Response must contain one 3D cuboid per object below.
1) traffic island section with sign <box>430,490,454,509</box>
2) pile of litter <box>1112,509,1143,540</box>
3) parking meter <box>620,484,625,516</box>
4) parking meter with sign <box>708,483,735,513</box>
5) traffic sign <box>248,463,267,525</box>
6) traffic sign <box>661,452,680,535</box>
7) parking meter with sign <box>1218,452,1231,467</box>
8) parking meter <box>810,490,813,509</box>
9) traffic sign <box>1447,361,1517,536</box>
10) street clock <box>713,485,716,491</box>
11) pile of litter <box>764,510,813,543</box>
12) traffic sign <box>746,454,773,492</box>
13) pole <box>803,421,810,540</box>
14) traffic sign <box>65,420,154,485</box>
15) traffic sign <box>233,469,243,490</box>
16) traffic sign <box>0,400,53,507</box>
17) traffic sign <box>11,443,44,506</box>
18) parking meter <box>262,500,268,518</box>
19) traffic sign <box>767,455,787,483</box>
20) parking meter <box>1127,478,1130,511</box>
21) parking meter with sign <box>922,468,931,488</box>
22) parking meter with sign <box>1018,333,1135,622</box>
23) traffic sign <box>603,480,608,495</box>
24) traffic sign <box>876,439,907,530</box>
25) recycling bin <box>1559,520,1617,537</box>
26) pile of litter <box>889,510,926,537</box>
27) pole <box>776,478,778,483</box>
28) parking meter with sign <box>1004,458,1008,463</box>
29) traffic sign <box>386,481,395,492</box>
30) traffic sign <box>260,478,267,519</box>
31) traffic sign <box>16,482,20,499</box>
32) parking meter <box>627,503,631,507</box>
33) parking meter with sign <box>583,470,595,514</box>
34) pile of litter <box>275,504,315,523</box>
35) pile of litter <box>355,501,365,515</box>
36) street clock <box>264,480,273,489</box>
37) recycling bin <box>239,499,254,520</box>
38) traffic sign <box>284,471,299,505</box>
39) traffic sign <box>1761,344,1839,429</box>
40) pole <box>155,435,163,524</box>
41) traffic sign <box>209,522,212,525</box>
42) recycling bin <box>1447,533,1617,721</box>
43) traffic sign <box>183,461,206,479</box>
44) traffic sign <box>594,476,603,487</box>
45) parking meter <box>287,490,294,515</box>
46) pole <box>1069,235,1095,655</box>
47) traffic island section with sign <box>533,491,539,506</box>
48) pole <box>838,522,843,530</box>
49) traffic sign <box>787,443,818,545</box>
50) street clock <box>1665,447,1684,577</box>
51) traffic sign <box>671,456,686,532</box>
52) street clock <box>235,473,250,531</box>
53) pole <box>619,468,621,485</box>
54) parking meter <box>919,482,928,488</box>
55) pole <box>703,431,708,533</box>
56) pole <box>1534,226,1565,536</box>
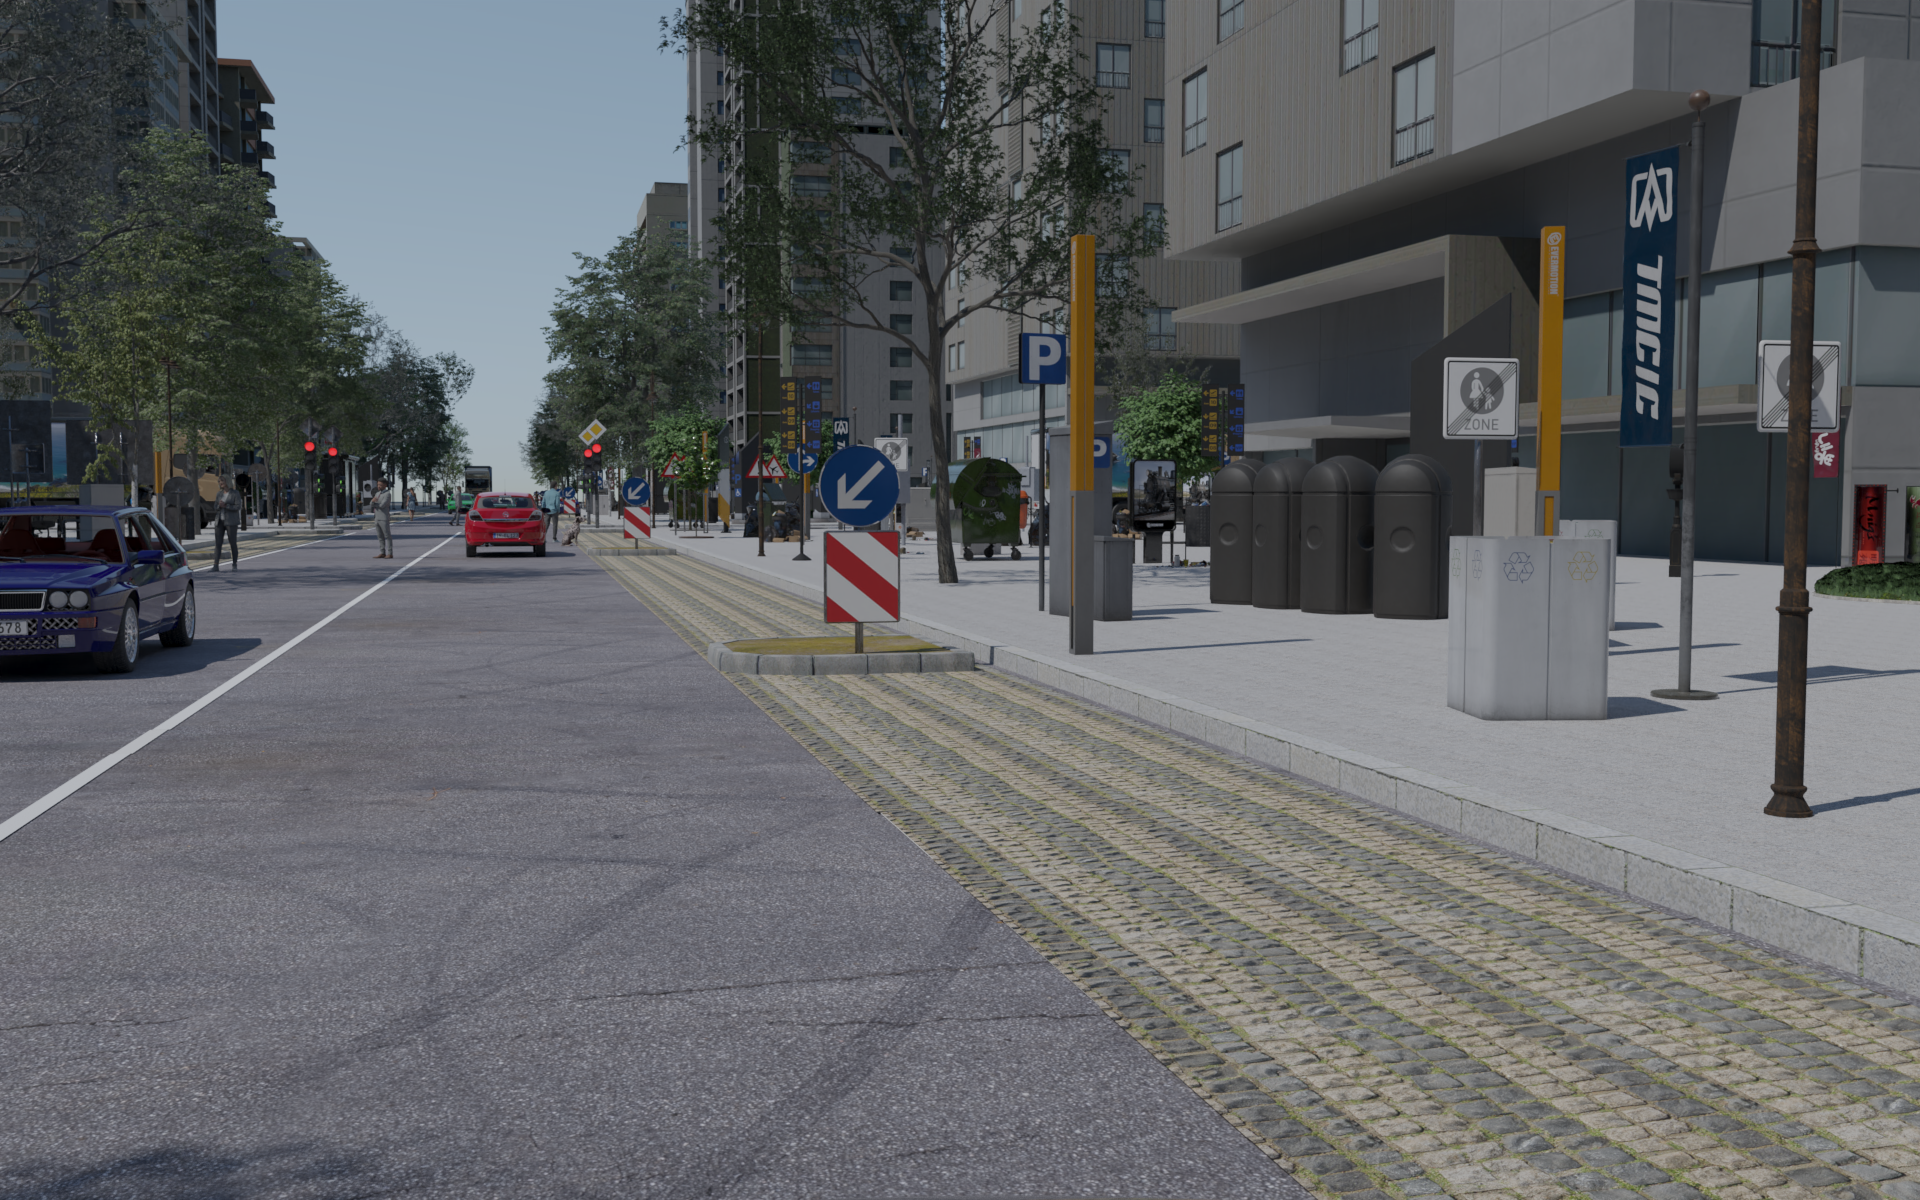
[{"bbox_3d":[-49.897,-9.653,166.457,1.989,1.847,2.006,-1,4,-14],"label":"traffic island section with sign"},{"bbox_3d":[4.645,-2.128,48.761,1.719,0.858,1.176,1,4,19],"label":"pile of litter"},{"bbox_3d":[-19.877,-5.878,101.815,0.255,1.863,0.399,1,4,14],"label":"parking meter"},{"bbox_3d":[-14.997,-6.905,109.157,0.543,3.016,1.738,3,4,38],"label":"parking meter with sign"},{"bbox_3d":[-28.874,-4.349,71.214,0.768,2.556,0.104,-1,4,-9],"label":"traffic sign"},{"bbox_3d":[-8.806,-3.276,53.573,0.884,2.594,0.081,-1,4,-9],"label":"traffic sign"},{"bbox_3d":[11.130,-4.528,70.287,0.543,3.016,1.738,-1,4,-21],"label":"parking meter with sign"},{"bbox_3d":[-9.785,-6.520,115.020,0.372,1.533,0.369,0,3,0],"label":"parking meter"},{"bbox_3d":[3.922,-0.673,13.129,0.606,2.300,0.079,-1,4,-12],"label":"traffic sign"},{"bbox_3d":[-20.394,-8.572,144.725,0.471,2.002,0.358,-2,4,-29],"label":"street clock"},{"bbox_3d":[-4.609,-1.984,46.410,1.719,0.858,1.176,-3,5,-40],"label":"pile of litter"},{"bbox_3d":[-6.518,-3.440,56.241,0.884,2.594,0.081,0,4,-8],"label":"traffic sign"},{"bbox_3d":[-4.280,-3.324,48.195,0.158,3.312,0.155,0,3,0],"label":"pole"},{"bbox_3d":[-23.292,-3.278,47.466,2.265,3.308,0.079,0,4,-6],"label":"traffic sign"},{"bbox_3d":[-29.389,-4.165,70.226,0.606,2.300,0.079,-1,4,-9],"label":"traffic sign"},{"bbox_3d":[-20.846,-2.663,37.419,2.265,3.308,0.079,-1,4,-14],"label":"traffic sign"},{"bbox_3d":[-18.697,-1.997,34.774,0.606,2.300,0.079,-1,4,-9],"label":"traffic sign"},{"bbox_3d":[-38.633,-5.532,96.165,0.399,1.863,0.255,1,4,13],"label":"parking meter"},{"bbox_3d":[-6.127,-3.490,57.072,0.884,2.594,0.081,0,4,-7],"label":"traffic sign"},{"bbox_3d":[5.373,-2.920,53.451,0.255,1.863,0.399,-2,4,-32],"label":"parking meter"},{"bbox_3d":[-2.168,-7.187,113.763,0.543,3.016,1.738,0,4,-6],"label":"parking meter with sign"},{"bbox_3d":[1.249,-1.338,18.140,0.543,3.016,1.738,-2,4,-25],"label":"parking meter with sign"},{"bbox_3d":[-25.354,-7.465,124.189,0.606,2.300,0.079,-1,4,-14],"label":"traffic sign"},{"bbox_3d":[-1.257,-1.808,31.692,0.606,2.300,0.079,0,4,-5],"label":"traffic sign"},{"bbox_3d":[5.869,-0.247,16.589,0.722,1.027,0.722,1,4,16],"label":"recycling bin"},{"bbox_3d":[-1.571,-2.319,51.886,1.176,0.858,1.719,1,4,23],"label":"pile of litter"},{"bbox_3d":[-10.798,-6.626,102.184,0.158,3.312,0.155,0,3,0],"label":"pole"},{"bbox_3d":[1.427,-5.267,82.375,1.738,3.016,0.543,-3,4,-37],"label":"parking meter with sign"},{"bbox_3d":[-46.938,-8.718,142.550,0.884,2.594,0.081,-1,4,-11],"label":"traffic sign"},{"bbox_3d":[-36.290,-5.440,90.125,0.795,2.450,0.064,-1,4,-9],"label":"traffic sign"},{"bbox_3d":[-25.345,-2.850,46.607,0.884,2.594,0.081,-1,4,-10],"label":"traffic sign"},{"bbox_3d":[-21.926,-6.522,115.042,0.372,1.533,0.369,0,3,0],"label":"parking meter"},{"bbox_3d":[-26.359,-7.736,122.740,0.543,3.016,1.738,-1,4,-14],"label":"parking meter with sign"},{"bbox_3d":[-29.569,-3.858,77.041,1.719,0.858,1.176,-1,4,-18],"label":"pile of litter"},{"bbox_3d":[-37.994,-5.808,108.927,1.176,0.858,1.719,-2,4,-26],"label":"pile of litter"},{"bbox_3d":[-36.289,-5.290,91.066,0.471,2.002,0.358,1,4,16],"label":"street clock"},{"bbox_3d":[-35.244,-4.445,85.231,0.722,1.027,0.722,-3,5,-40],"label":"recycling bin"},{"bbox_3d":[-36.963,-5.851,95.775,0.768,2.556,0.104,-1,4,-13],"label":"traffic sign"},{"bbox_3d":[5.608,-0.583,11.663,0.606,2.300,0.079,-1,4,-11],"label":"traffic sign"},{"bbox_3d":[-27.697,-4.039,59.881,0.158,3.312,0.155,0,3,0],"label":"pole"},{"bbox_3d":[-30.725,-4.332,70.929,0.768,2.556,0.104,0,4,-8],"label":"traffic sign"},{"bbox_3d":[3.313,0.148,10.130,0.722,1.027,0.722,0,4,-2],"label":"recycling bin"},{"bbox_3d":[-27.251,-3.764,61.655,0.768,2.556,0.104,-1,4,-12],"label":"traffic sign"},{"bbox_3d":[-24.731,-7.221,118.162,0.768,2.556,0.104,0,4,-5],"label":"traffic sign"},{"bbox_3d":[-37.953,-5.490,98.166,0.372,1.533,0.369,0,3,0],"label":"parking meter"},{"bbox_3d":[0.971,-1.219,13.779,0.158,3.312,0.155,0,3,0],"label":"pole"},{"bbox_3d":[-40.516,-9.824,169.254,1.989,1.847,2.006,-1,4,-14],"label":"traffic island section with sign"},{"bbox_3d":[-4.292,-4.175,62.097,0.158,3.312,0.155,0,3,0],"label":"pole"},{"bbox_3d":[-3.945,-2.652,43.459,0.768,2.556,0.104,0,4,-6],"label":"traffic sign"},{"bbox_3d":[11.063,-1.354,26.716,0.358,2.002,0.471,2,4,27],"label":"street clock"},{"bbox_3d":[-9.330,-3.584,58.595,0.884,2.594,0.081,0,4,-8],"label":"traffic sign"},{"bbox_3d":[-24.944,-3.406,60.261,0.471,2.002,0.358,-1,4,-23],"label":"street clock"},{"bbox_3d":[-23.835,-7.790,121.217,0.158,3.312,0.155,0,3,0],"label":"pole"},{"bbox_3d":[-1.826,-4.922,86.178,0.399,1.863,0.255,2,4,32],"label":"parking meter"},{"bbox_3d":[-8.301,-3.831,56.486,0.158,3.312,0.155,0,3,0],"label":"pole"},{"bbox_3d":[4.535,-1.193,13.342,0.158,3.312,0.155,0,3,0],"label":"pole"}]
